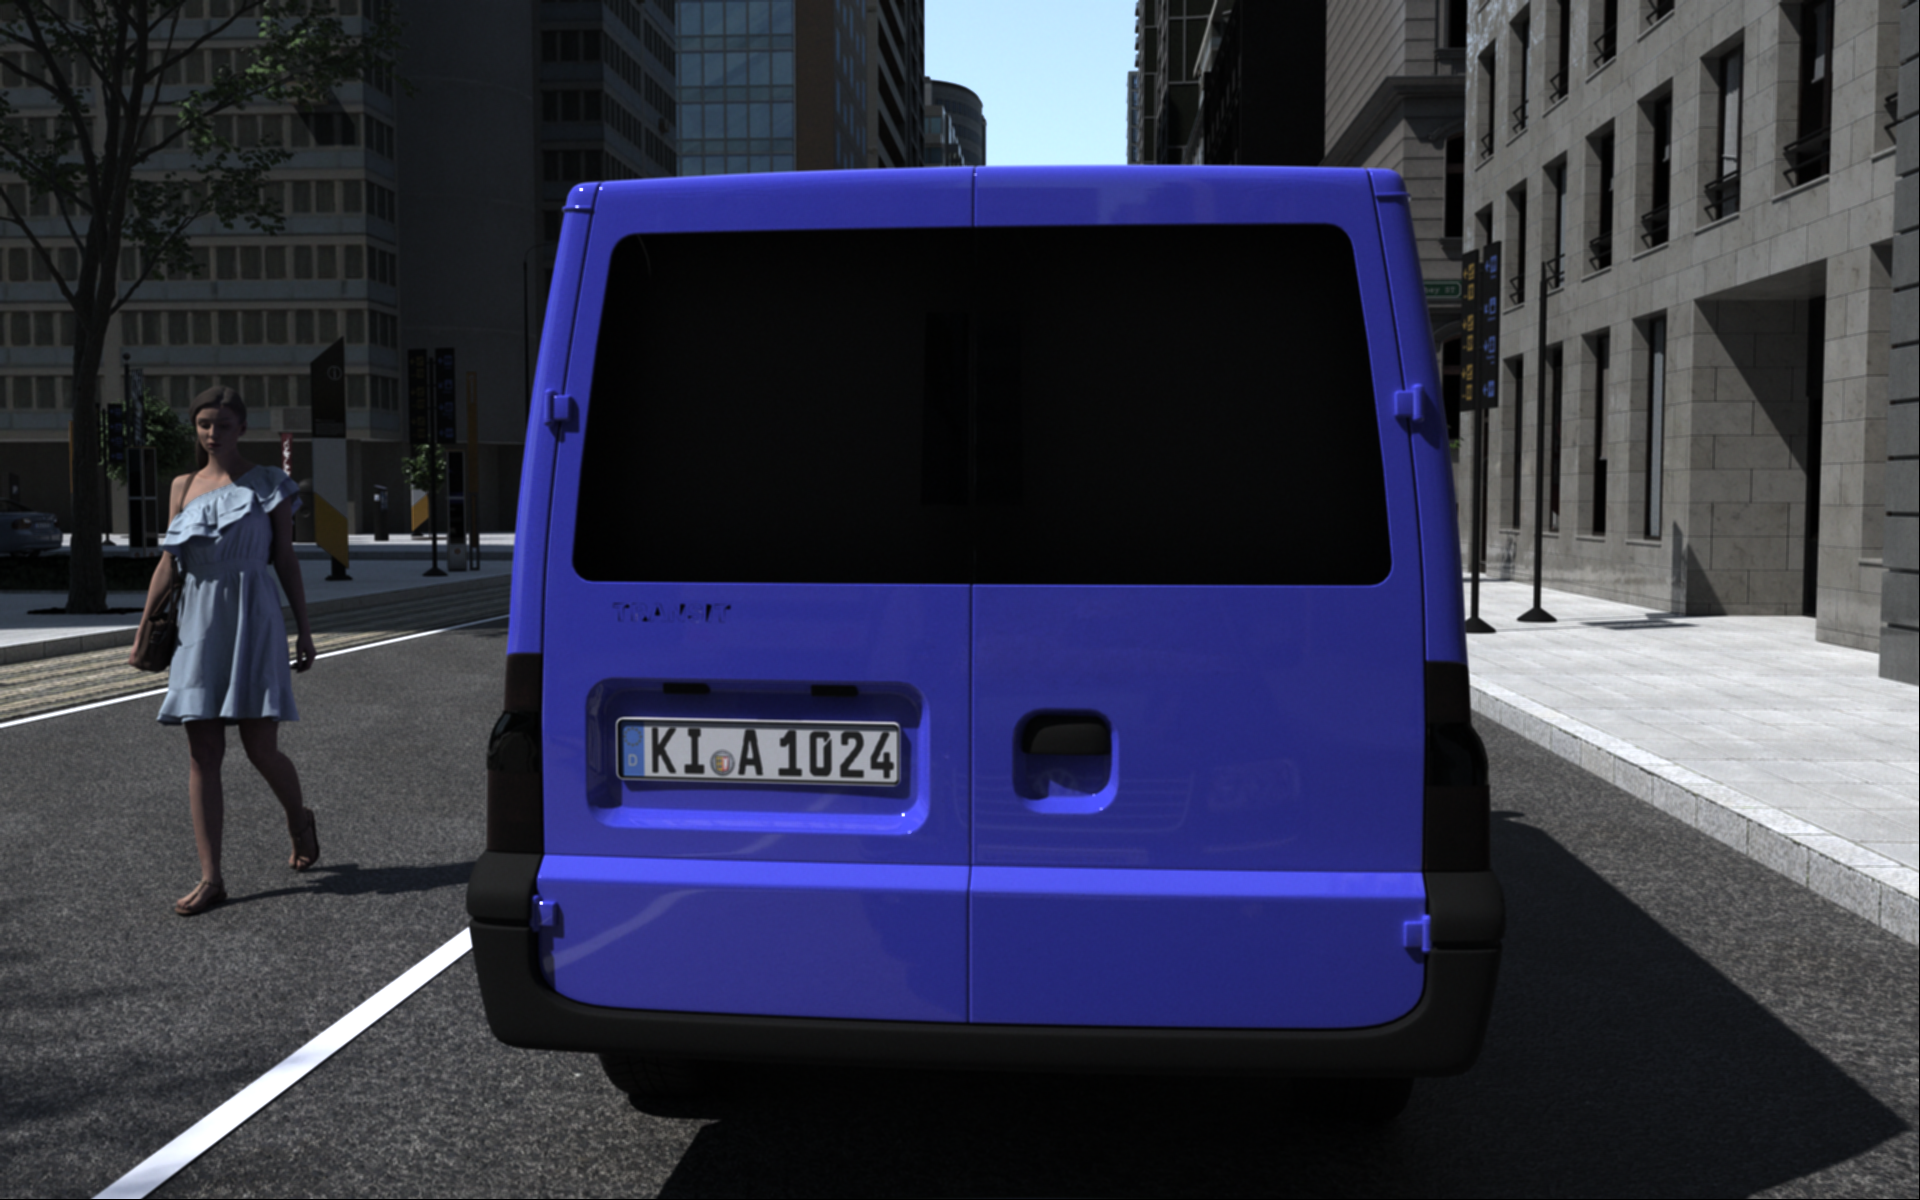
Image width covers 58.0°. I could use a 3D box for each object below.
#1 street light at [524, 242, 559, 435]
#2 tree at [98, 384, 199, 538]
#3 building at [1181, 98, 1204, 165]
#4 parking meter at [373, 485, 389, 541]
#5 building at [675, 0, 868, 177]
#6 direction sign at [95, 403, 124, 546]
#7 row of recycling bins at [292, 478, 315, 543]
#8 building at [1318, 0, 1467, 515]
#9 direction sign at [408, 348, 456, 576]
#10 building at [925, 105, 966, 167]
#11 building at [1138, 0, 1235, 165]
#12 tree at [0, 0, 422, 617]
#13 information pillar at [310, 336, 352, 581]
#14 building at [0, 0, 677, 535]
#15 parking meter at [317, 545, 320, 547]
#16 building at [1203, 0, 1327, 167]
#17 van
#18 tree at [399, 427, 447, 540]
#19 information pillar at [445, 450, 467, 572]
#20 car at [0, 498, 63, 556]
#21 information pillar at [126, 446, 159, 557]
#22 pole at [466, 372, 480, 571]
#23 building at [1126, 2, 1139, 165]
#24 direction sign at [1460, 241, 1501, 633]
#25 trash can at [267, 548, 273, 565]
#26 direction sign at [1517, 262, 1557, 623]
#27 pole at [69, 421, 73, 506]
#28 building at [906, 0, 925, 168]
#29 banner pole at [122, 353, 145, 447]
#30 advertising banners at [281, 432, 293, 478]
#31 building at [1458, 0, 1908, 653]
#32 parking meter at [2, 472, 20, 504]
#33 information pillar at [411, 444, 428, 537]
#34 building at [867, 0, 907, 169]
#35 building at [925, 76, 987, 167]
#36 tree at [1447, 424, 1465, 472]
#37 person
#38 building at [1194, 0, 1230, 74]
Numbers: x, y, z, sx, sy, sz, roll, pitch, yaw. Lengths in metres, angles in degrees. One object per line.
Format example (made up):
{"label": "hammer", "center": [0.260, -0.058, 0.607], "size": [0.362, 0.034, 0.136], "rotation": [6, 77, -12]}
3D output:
{"label": "street light", "center": [-7.334, -3.605, 31.476], "size": [1.470, 5.913, 1.316], "rotation": [0, 4, 4]}
{"label": "tree", "center": [-24.237, -4.135, 51.317], "size": [4.285, 4.588, 4.351], "rotation": [0, 3, 0]}
{"label": "building", "center": [15.872, -14.224, 81.711], "size": [9.793, 20.994, 18.267], "rotation": [0, 4, 4]}
{"label": "parking meter", "center": [-15.870, -2.389, 47.478], "size": [0.372, 1.533, 0.369], "rotation": [0, 3, 0]}
{"label": "building", "center": [-12.598, -27.014, 91.790], "size": [14.600, 45.320, 14.200], "rotation": [0, 4, 4]}
{"label": "direction sign", "center": [-21.321, -3.133, 43.220], "size": [0.876, 3.537, 0.379], "rotation": [-3, 5, -43]}
{"label": "row of recycling bins", "center": [-18.276, -2.392, 46.228], "size": [3.534, 1.692, 1.069], "rotation": [2, 4, 30]}
{"label": "building", "center": [21.616, -15.760, 45.064], "size": [23.554, 28.519, 14.401], "rotation": [0, 4, 4]}
{"label": "direction sign", "center": [-8.224, -2.143, 27.028], "size": [0.876, 3.537, 0.379], "rotation": [1, 4, 23]}
{"label": "building", "center": [-10.715, -36.471, 215.902], "size": [23.786, 49.044, 30.456], "rotation": [0, 4, 4]}
{"label": "building", "center": [30.458, -47.519, 215.179], "size": [20.563, 71.187, 20.611], "rotation": [0, 4, 4]}
{"label": "tree", "center": [-9.242, -5.664, 18.357], "size": [9.928, 11.665, 9.643], "rotation": [0, 3, 0]}
{"label": "information pillar", "center": [-9.312, -2.096, 25.621], "size": [0.504, 3.616, 0.183], "rotation": [-3, 4, -38]}
{"label": "building", "center": [-24.063, -22.805, 64.743], "size": [32.217, 40.220, 23.993], "rotation": [0, 4, 4]}
{"label": "parking meter", "center": [-15.300, -2.038, 41.730], "size": [0.372, 1.533, 0.369], "rotation": [0, 3, 0]}
{"label": "building", "center": [15.666, -14.292, 63.345], "size": [12.332, 23.373, 15.834], "rotation": [0, 4, 4]}
{"label": "van", "center": [0.263, -0.080, 5.697], "size": [2.240, 2.365, 5.245], "rotation": [0, 4, 5]}
{"label": "tree", "center": [-15.049, -3.319, 48.870], "size": [1.663, 3.219, 1.824], "rotation": [0, 3, 0]}
{"label": "information pillar", "center": [-8.367, -1.484, 28.752], "size": [0.304, 2.012, 0.304], "rotation": [-1, 4, -20]}
{"label": "car", "center": [-21.181, -1.476, 36.129], "size": [4.499, 1.417, 2.014], "rotation": [0, 4, 4]}
{"label": "information pillar", "center": [-12.674, -1.368, 26.865], "size": [0.304, 2.012, 0.304], "rotation": [1, 4, 17]}
{"label": "pole", "center": [-8.170, -2.153, 29.049], "size": [0.158, 3.312, 0.155], "rotation": [0, 3, 0]}
{"label": "building", "center": [33.417, -57.638, 255.046], "size": [22.319, 86.520, 31.000], "rotation": [0, 4, 4]}
{"label": "direction sign", "center": [4.787, -1.469, 16.009], "size": [0.379, 3.537, 0.876], "rotation": [0, 4, -4]}
{"label": "trash can", "center": [-12.798, -1.220, 31.597], "size": [0.748, 1.137, 0.748], "rotation": [0, 3, 0]}
{"label": "direction sign", "center": [5.820, -1.552, 17.369], "size": [0.379, 3.537, 0.876], "rotation": [1, 4, 19]}
{"label": "pole", "center": [-24.705, -3.330, 48.297], "size": [0.158, 3.312, 0.155], "rotation": [0, 3, 0]}
{"label": "building", "center": [-11.741, -44.546, 166.578], "size": [20.563, 71.187, 20.611], "rotation": [0, 4, 4]}
{"label": "banner pole", "center": [-14.588, -2.484, 30.634], "size": [0.863, 3.779, 0.401], "rotation": [3, 5, 41]}
{"label": "advertising banners", "center": [-19.728, -3.266, 49.594], "size": [2.074, 3.025, 0.090], "rotation": [2, 4, 33]}
{"label": "building", "center": [12.992, -10.090, 19.729], "size": [10.420, 20.320, 16.860], "rotation": [0, 4, 4]}
{"label": "parking meter", "center": [-25.539, -2.504, 46.647], "size": [0.255, 1.863, 0.399], "rotation": [1, 4, 8]}
{"label": "information pillar", "center": [-16.356, -3.731, 52.359], "size": [0.504, 3.616, 0.183], "rotation": [-2, 4, -30]}
{"label": "building", "center": [-15.445, -30.697, 125.599], "size": [21.300, 48.544, 21.600], "rotation": [0, 4, 4]}
{"label": "building", "center": [-7.451, -43.049, 245.841], "size": [21.231, 58.520, 28.212], "rotation": [0, 4, 4]}
{"label": "tree", "center": [6.402, -1.855, 24.925], "size": [1.663, 3.219, 1.824], "rotation": [0, 3, 0]}
{"label": "person", "center": [-2.628, 0.146, 6.200], "size": [0.616, 1.811, 0.778], "rotation": [0, 4, 7]}
{"label": "building", "center": [30.607, -26.767, 129.515], "size": [32.217, 40.220, 23.993], "rotation": [0, 4, 4]}
